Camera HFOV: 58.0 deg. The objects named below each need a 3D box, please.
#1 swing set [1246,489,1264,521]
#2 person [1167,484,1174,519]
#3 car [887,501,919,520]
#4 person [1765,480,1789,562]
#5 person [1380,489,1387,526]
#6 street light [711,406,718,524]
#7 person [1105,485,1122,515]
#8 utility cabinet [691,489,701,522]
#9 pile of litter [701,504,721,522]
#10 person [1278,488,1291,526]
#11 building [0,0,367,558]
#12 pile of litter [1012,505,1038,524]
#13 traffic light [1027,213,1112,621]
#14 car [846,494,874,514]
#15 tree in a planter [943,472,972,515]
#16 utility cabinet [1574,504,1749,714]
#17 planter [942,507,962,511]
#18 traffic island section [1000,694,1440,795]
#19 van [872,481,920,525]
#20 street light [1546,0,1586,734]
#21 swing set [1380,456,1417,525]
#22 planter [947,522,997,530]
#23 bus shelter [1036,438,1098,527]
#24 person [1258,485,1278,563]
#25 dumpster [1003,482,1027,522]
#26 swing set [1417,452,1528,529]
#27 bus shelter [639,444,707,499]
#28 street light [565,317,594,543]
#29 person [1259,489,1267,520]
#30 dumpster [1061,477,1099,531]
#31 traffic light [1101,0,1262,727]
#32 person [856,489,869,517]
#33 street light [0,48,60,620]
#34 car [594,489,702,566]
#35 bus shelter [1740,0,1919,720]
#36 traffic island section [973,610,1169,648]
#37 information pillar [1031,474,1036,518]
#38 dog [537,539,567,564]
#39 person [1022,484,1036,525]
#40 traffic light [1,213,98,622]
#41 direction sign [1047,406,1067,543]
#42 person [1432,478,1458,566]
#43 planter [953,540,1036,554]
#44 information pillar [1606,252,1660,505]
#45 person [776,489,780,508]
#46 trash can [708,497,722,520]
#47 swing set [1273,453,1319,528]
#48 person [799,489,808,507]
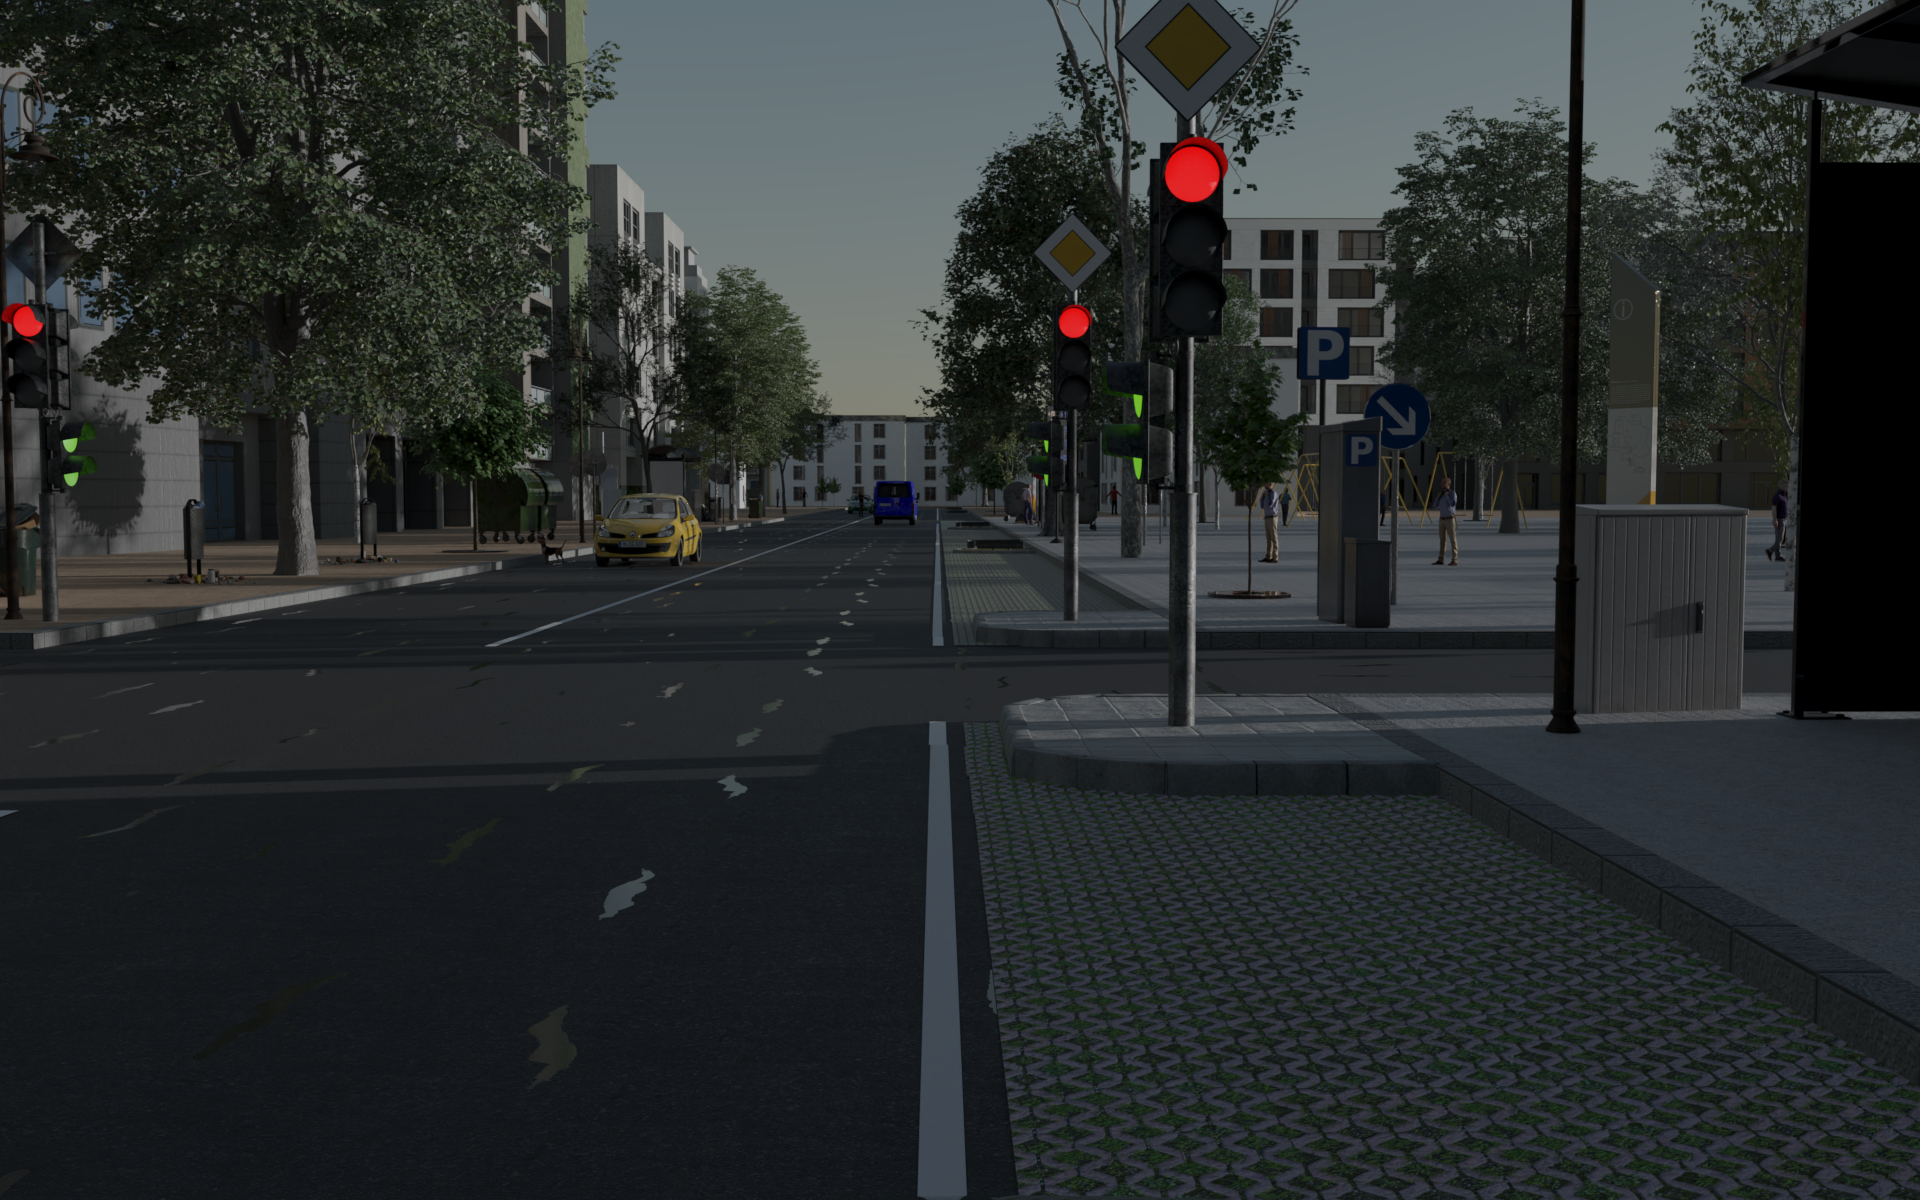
[{"bbox_3d":[15.544,-5.273,83.838,2.862,2.851,3.119,1,4,22],"label":"swing set"},{"bbox_3d":[10.386,-4.782,84.369,0.875,1.805,0.789,1,4,23],"label":"person"},{"bbox_3d":[-3.349,-5.312,98.859,2.014,1.417,4.499,0,4,-3],"label":"car"},{"bbox_3d":[15.575,-1.506,32.877,0.569,1.553,0.471,-1,4,-9],"label":"person"},{"bbox_3d":[16.921,-3.713,69.445,0.574,1.496,0.600,-2,4,-26],"label":"person"},{"bbox_3d":[-10.294,-6.129,72.997,0.468,5.910,1.993,0,4,-1],"label":"street light"},{"bbox_3d":[9.498,-6.137,106.318,1.348,1.831,0.705,2,4,29],"label":"person"},{"bbox_3d":[-11.967,-4.271,78.507,0.318,1.500,1.173,-1,4,-16],"label":"utility cabinet"},{"bbox_3d":[-11.964,-4.064,80.408,1.719,0.858,1.176,1,4,21],"label":"pile of litter"},{"bbox_3d":[13.074,-3.759,69.715,0.429,1.552,0.499,-2,4,-27],"label":"person"},{"bbox_3d":[-28.471,-30.288,37.207,21.231,58.520,28.212,0,4,-1],"label":"building"},{"bbox_3d":[3.108,-3.763,75.493,1.719,0.858,1.176,0,4,-5],"label":"pile of litter"},{"bbox_3d":[1.109,-1.748,17.495,0.839,4.253,0.868,0,4,-1],"label":"traffic light"},{"bbox_3d":[-7.305,-7.087,127.665,2.131,1.459,4.920,0,4,-1],"label":"car"},{"bbox_3d":[-0.180,-7.468,119.326,1.991,3.239,1.994,0,4,-1],"label":"tree in a planter"},{"bbox_3d":[4.152,0.052,10.314,1.020,1.237,0.306,-1,4,-14],"label":"utility cabinet"},{"bbox_3d":[-0.519,-7.659,146.357,1.991,0.319,1.994,0,4,-1],"label":"planter"},{"bbox_3d":[1.252,0.774,9.625,2.009,0.180,2.903,0,4,-1],"label":"traffic island section"},{"bbox_3d":[-3.020,-4.704,81.292,2.240,2.365,5.245,0,4,0],"label":"van"},{"bbox_3d":[3.256,-2.225,9.173,0.468,5.910,1.993,0,4,-1],"label":"street light"},{"bbox_3d":[18.092,-4.608,72.967,2.862,2.851,3.119,2,4,31],"label":"swing set"},{"bbox_3d":[0.478,-2.973,69.750,1.991,0.319,1.994,0,4,-1],"label":"planter"},{"bbox_3d":[3.879,-5.451,66.755,2.179,5.291,8.768,0,4,-1],"label":"bus shelter"},{"bbox_3d":[5.784,-1.487,32.416,0.319,1.574,0.516,0,4,-5],"label":"person"},{"bbox_3d":[2.665,-4.612,81.163,1.264,1.857,1.865,0,4,-1],"label":"dumpster"},{"bbox_3d":[19.317,-4.109,64.798,3.119,2.851,2.862,-1,4,-13],"label":"swing set"},{"bbox_3d":[-12.070,-4.853,73.278,2.014,3.302,5.546,0,4,-1],"label":"bus shelter"},{"bbox_3d":[-9.932,-4.440,45.386,0.468,5.910,1.993,0,4,-1],"label":"street light"},{"bbox_3d":[15.364,-4.925,86.720,0.875,1.805,0.789,1,4,22],"label":"person"},{"bbox_3d":[4.223,-3.368,60.831,1.264,1.857,1.865,0,4,-1],"label":"dumpster"},{"bbox_3d":[1.212,-1.259,9.511,0.839,4.253,0.868,0,4,-1],"label":"traffic light"},{"bbox_3d":[-6.149,-6.106,108.861,0.721,1.766,1.217,3,4,38],"label":"person"},{"bbox_3d":[-9.705,-2.740,17.583,0.468,5.910,1.993,0,4,-1],"label":"street light"},{"bbox_3d":[-6.389,-1.553,35.616,2.015,1.641,3.980,0,4,0],"label":"car"},{"bbox_3d":[5.296,-0.950,6.809,1.731,3.624,6.357,0,4,-1],"label":"bus shelter"},{"bbox_3d":[1.149,0.286,17.610,2.009,0.180,2.903,0,4,-1],"label":"traffic island section"},{"bbox_3d":[3.740,-5.866,87.272,0.183,3.616,0.504,2,4,26],"label":"information pillar"},{"bbox_3d":[-8.395,-1.001,35.648,0.540,0.507,0.406,-1,4,-23],"label":"dog"},{"bbox_3d":[2.881,-3.997,72.332,0.436,1.711,0.756,-1,4,-16],"label":"person"},{"bbox_3d":[-9.152,-1.739,17.347,0.839,4.253,0.868,0,4,-1],"label":"traffic light"},{"bbox_3d":[2.529,-3.250,45.142,0.379,3.537,0.876,3,5,39],"label":"direction sign"},{"bbox_3d":[8.747,-1.410,31.165,0.319,1.574,0.516,-2,4,-25],"label":"person"},{"bbox_3d":[0.822,-1.292,42.266,1.991,0.319,1.994,0,4,-1],"label":"planter"},{"bbox_3d":[6.469,-1.551,16.710,0.183,3.616,0.504,-3,4,-37],"label":"information pillar"},{"bbox_3d":[-17.177,-9.622,163.495,0.705,1.807,1.348,-1,4,-13],"label":"person"},{"bbox_3d":[-11.999,-4.472,84.771,0.748,1.137,0.748,0,3,0],"label":"trash can"},{"bbox_3d":[13.594,-4.211,66.469,2.862,2.851,3.119,0,4,-5],"label":"swing set"},{"bbox_3d":[-15.204,-9.945,168.651,0.705,1.822,1.348,2,4,35],"label":"person"}]
